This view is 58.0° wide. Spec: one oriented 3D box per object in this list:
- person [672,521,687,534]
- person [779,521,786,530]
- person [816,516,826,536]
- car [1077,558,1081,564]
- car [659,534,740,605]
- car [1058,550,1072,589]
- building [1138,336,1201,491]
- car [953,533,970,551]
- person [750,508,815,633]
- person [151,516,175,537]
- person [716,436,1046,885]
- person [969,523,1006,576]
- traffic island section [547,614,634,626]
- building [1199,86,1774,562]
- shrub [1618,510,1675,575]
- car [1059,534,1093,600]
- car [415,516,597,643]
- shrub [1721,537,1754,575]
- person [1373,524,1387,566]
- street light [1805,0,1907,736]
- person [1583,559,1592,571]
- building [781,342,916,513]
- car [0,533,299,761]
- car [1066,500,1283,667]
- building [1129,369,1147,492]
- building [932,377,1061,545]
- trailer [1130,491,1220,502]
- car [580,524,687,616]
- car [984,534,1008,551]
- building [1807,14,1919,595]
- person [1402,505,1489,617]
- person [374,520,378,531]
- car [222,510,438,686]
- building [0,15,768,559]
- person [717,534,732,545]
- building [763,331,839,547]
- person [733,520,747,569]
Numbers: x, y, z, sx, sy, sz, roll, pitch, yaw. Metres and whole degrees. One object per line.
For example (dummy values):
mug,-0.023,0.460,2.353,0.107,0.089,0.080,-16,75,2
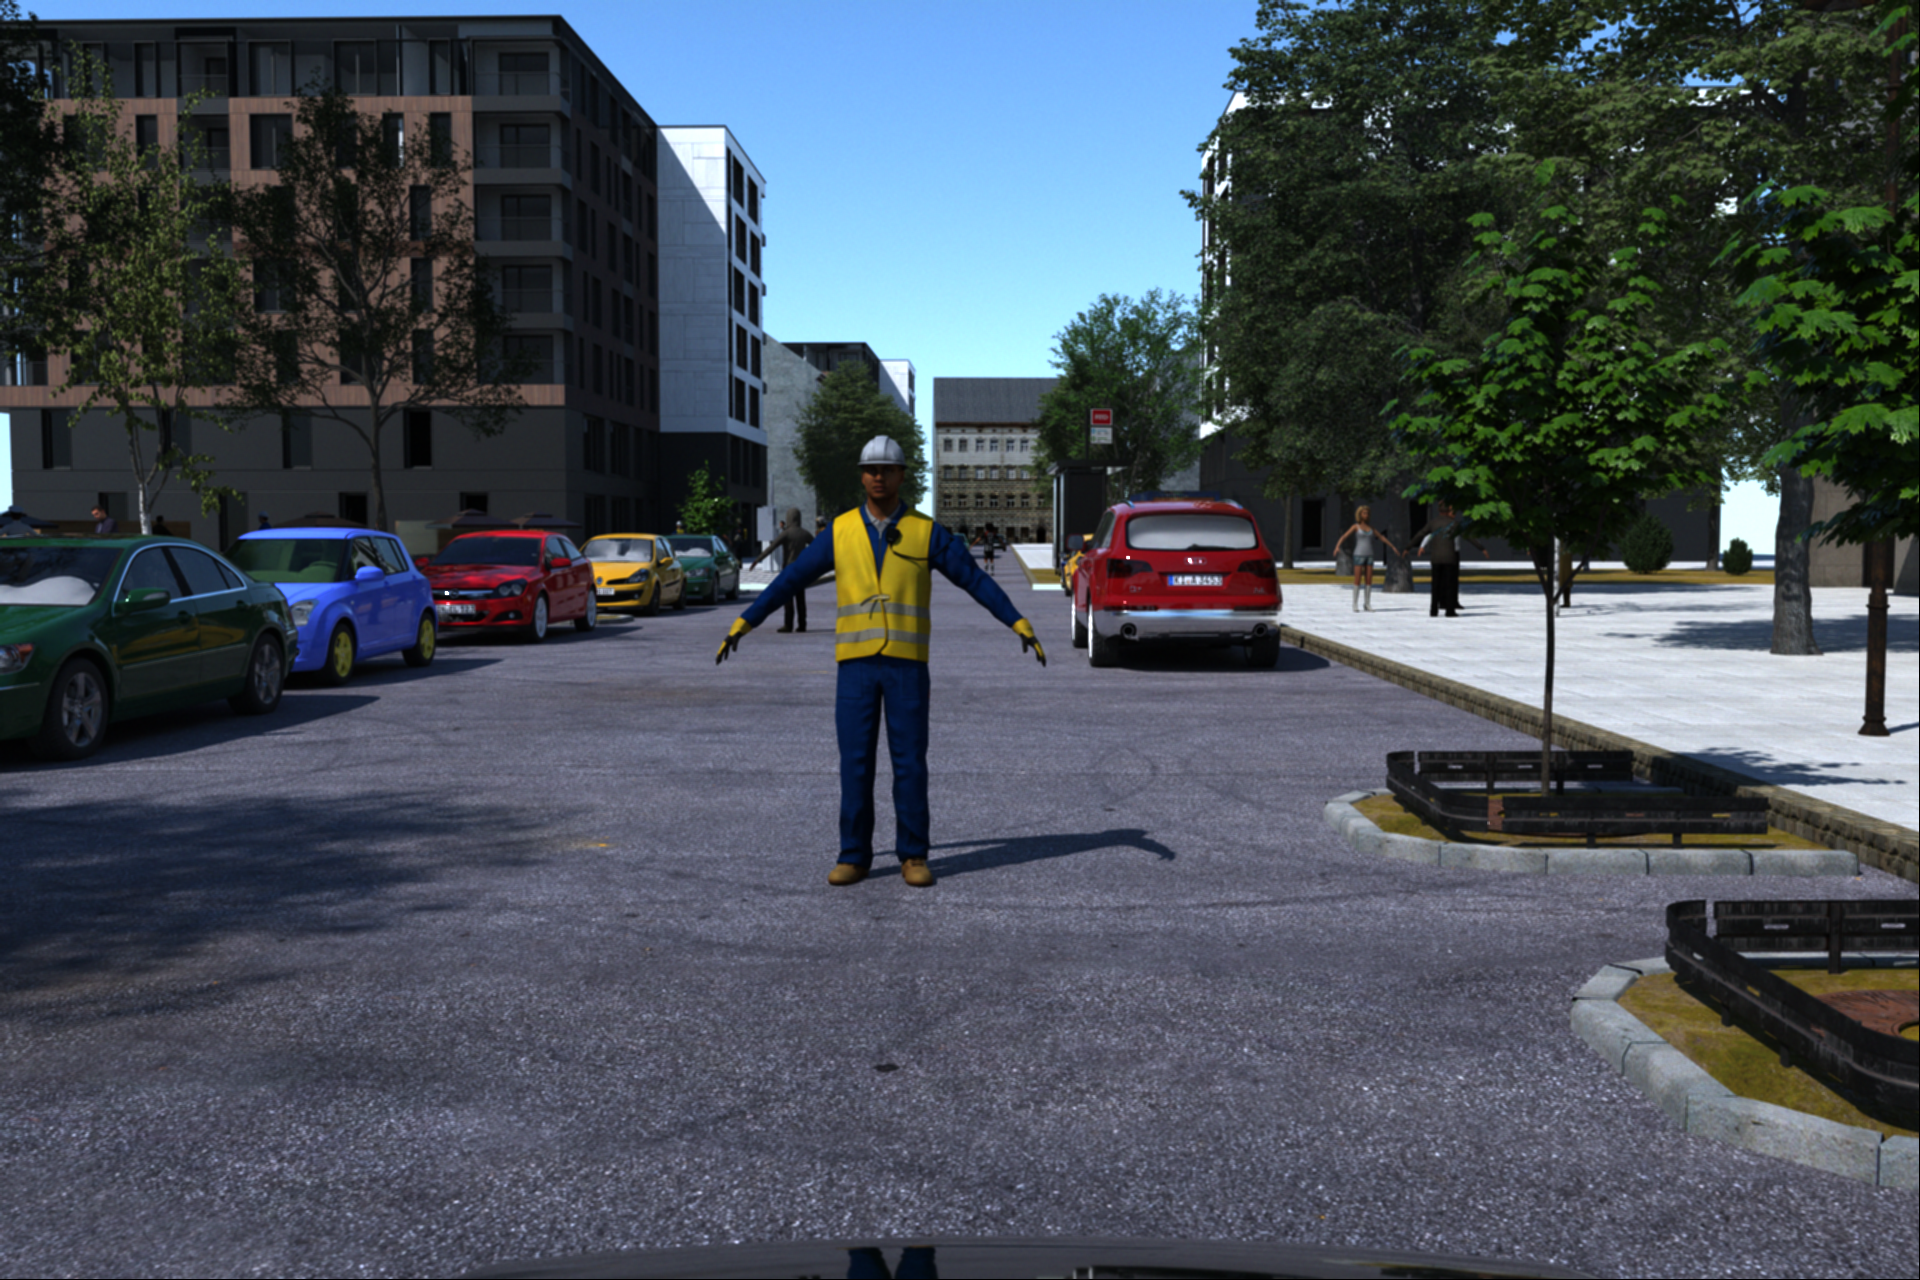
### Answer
person,-10.842,-3.680,66.637,1.216,1.772,0.721,-3,5,-41
person,-7.156,-3.880,69.631,1.347,1.806,0.705,2,4,24
person,-4.550,-3.099,56.432,0.705,1.858,1.354,-1,4,-16
car,3.006,-1.167,29.296,2.015,1.641,3.980,0,4,1
car,-5.780,-1.504,36.381,2.131,1.459,4.920,0,4,1
car,3.528,-1.952,44.492,1.945,1.354,3.894,0,4,0
building,27.572,-20.569,167.225,19.493,23.208,18.063,0,4,1
car,-0.346,-5.815,103.877,1.959,1.807,4.718,0,4,1
person,-2.436,-1.018,25.227,1.348,1.813,0.705,-3,4,-38
person,-22.935,-2.668,49.752,1.346,1.812,0.704,1,4,18
person,-0.320,0.080,7.122,1.349,1.833,0.705,0,4,4
person,0.986,-3.116,59.548,1.345,1.843,0.704,-1,4,-20
traffic island section,-6.387,-0.321,28.121,1.991,0.108,1.994,0,4,1
building,27.029,-15.408,95.894,27.936,21.610,32.646,0,4,2
shrub,21.751,-3.112,54.926,1.661,2.075,1.752,0,3,0
car,3.240,-1.735,38.583,2.015,1.641,3.980,0,4,0
car,-6.350,-0.922,24.107,2.155,1.783,4.494,0,4,2
shrub,24.108,-2.606,53.717,1.383,1.207,1.383,0,3,0
person,17.196,-3.842,69.545,1.216,1.740,0.721,1,4,8
street light,5.840,-2.330,10.889,0.468,5.910,1.993,0,4,2
person,21.934,-3.128,60.416,0.599,1.433,0.991,-1,4,-12
building,-20.022,-21.847,201.176,27.936,21.610,32.646,0,4,2
car,-6.440,-0.040,12.458,2.131,1.459,4.920,0,4,1
car,2.414,-0.704,20.184,2.281,1.827,5.304,0,4,0
building,28.434,-20.000,193.462,16.747,18.905,31.486,0,4,1
building,5.339,-24.957,241.434,18.063,23.208,19.493,0,4,-2
trailer,2.972,-1.086,24.812,1.471,1.999,3.904,0,4,1
car,-6.086,-1.293,31.369,2.015,1.641,3.980,0,4,1
car,2.973,-8.207,143.973,2.009,1.686,4.222,0,4,0
building,29.199,-13.499,22.865,24.374,26.755,37.873,0,4,2
person,7.504,-1.265,26.856,1.348,1.807,0.705,2,4,31
person,-22.282,-3.698,66.398,1.347,1.837,0.705,1,4,23
car,-6.623,-0.483,17.481,1.945,1.707,3.694,0,4,2
building,-25.703,-14.754,85.203,27.936,21.610,32.646,0,4,2
person,-8.362,-3.199,58.436,1.347,1.817,0.704,-1,4,-10
building,-22.332,-20.821,171.357,19.493,23.208,18.063,0,4,2
person,-8.142,-3.533,63.545,0.705,1.856,1.354,0,4,-1
